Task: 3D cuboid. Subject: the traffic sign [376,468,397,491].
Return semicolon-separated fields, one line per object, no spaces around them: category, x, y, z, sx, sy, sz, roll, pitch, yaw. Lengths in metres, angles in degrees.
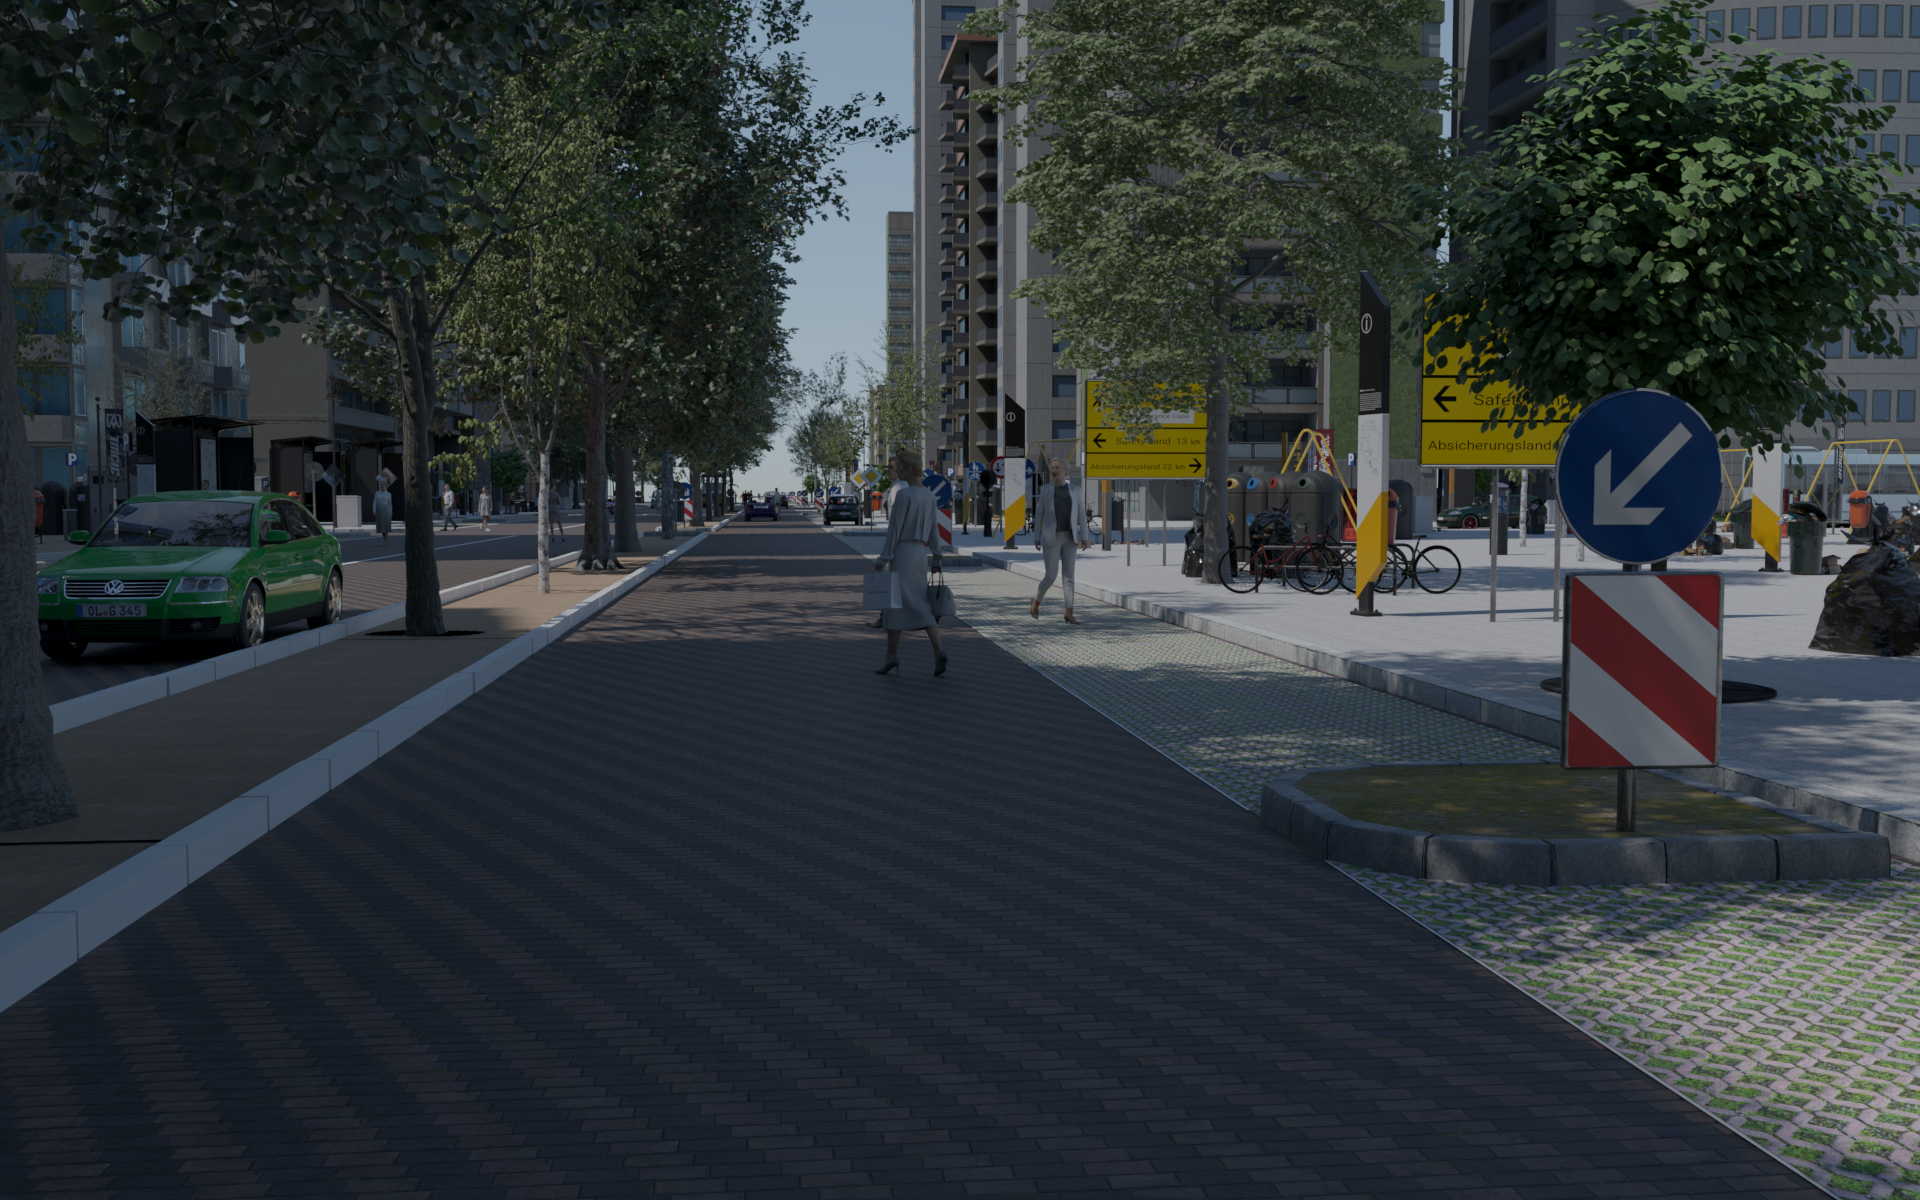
traffic sign;-21.647;-3.775;65.369;0.795;2.450;0.064;0;4;-6

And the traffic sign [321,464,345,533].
traffic sign;-20.778;-3.290;57.431;0.795;2.450;0.064;0;4;-6

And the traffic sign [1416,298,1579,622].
traffic sign;5.665;-1.431;17.272;2.265;3.308;0.079;0;4;-2

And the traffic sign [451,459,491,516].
traffic sign;-28.519;-6.550;100.971;2.265;3.308;0.079;0;4;-4

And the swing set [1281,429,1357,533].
swing set;8.702;-2.770;42.909;2.862;2.851;3.119;1;4;17

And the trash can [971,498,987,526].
trash can;0.793;-3.620;70.837;0.748;1.137;0.748;0;3;0

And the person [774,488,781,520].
person;-10.169;-5.368;96.491;0.478;1.798;0.641;-2;4;-29

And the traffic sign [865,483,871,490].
traffic sign;-5.292;-6.231;101.976;0.768;2.556;0.104;0;4;-3

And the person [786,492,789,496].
person;-29.510;-17.674;298.178;1.217;1.736;0.721;-3;4;-38

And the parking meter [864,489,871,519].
parking meter;-4.844;-5.042;90.848;0.372;1.533;0.369;0;3;0

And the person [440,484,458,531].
person;-19.900;-3.594;67.368;0.679;1.850;0.850;3;5;43

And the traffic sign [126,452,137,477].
traffic sign;-24.526;-3.159;51.754;0.768;2.556;0.104;0;4;-1

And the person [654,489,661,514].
person;-21.920;-7.157;125.865;0.624;1.780;0.694;-2;4;-34

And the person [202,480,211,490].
person;-19.749;-2.256;45.478;0.635;1.810;0.391;3;5;43

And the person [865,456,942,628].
person;-0.590;-0.603;18.465;0.850;1.850;0.679;1;4;14

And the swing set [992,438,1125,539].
swing set;2.743;-3.184;49.674;2.862;2.851;3.119;-2;4;-23

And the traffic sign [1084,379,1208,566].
traffic sign;3.317;-2.251;30.670;2.265;3.308;0.079;0;4;-4

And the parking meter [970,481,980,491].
parking meter;0.748;-5.334;92.919;0.399;1.863;0.255;-1;4;-15

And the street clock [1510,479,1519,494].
street clock;27.483;-4.976;85.930;0.471;2.002;0.358;-3;5;-43

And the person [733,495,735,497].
person;-37.776;-16.960;286.531;1.217;1.736;0.721;-2;4;-24

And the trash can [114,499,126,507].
trash can;-22.373;-2.143;46.695;0.748;1.137;0.748;0;3;0

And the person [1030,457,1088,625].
person;1.073;-0.658;19.140;0.514;1.842;0.818;-2;4;-29

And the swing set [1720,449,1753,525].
swing set;27.309;-3.861;60.750;2.862;2.851;3.119;0;4;-8

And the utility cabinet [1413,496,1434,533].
utility cabinet;15.099;-2.791;56.795;1.020;1.237;0.306;-3;5;-40

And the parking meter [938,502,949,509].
parking meter;-0.667;-3.832;71.068;0.372;1.533;0.369;0;3;0

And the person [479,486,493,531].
person;-18.357;-3.525;66.889;0.760;1.731;0.466;3;4;39

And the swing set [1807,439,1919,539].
swing set;26.504;-3.264;50.984;2.862;2.851;3.119;0;4;-6

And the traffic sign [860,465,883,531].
traffic sign;-3.037;-3.407;59.344;0.795;2.450;0.064;0;4;-6

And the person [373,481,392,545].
person;-16.186;-2.441;48.638;0.478;1.798;0.641;0;4;0

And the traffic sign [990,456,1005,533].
traffic sign;1.372;-3.524;57.726;0.768;2.556;0.104;0;4;-3

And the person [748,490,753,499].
person;-22.479;-10.915;186.598;0.705;1.869;1.348;-3;4;-38

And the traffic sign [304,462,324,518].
traffic sign;-25.703;-4.209;68.921;0.768;2.556;0.104;0;4;-1

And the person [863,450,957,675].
person;-0.386;-0.294;13.656;0.694;1.780;0.624;-3;4;-37

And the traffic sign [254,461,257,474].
traffic sign;-23.621;-3.494;57.240;0.768;2.556;0.104;0;4;2

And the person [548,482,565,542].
person;-12.202;-2.648;52.128;0.599;1.781;0.374;0;4;-8

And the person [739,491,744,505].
person;-29.552;-13.917;235.974;1.348;1.831;0.705;1;4;23

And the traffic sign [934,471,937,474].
traffic sign;-1.489;-5.829;95.411;0.768;2.556;0.104;0;4;3

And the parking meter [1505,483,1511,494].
parking meter;27.622;-5.004;87.523;0.255;1.863;0.399;-1;4;-19

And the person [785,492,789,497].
person;-27.143;-15.869;268.675;1.217;1.735;0.721;0;4;-4

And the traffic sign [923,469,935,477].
traffic sign;-1.644;-5.451;89.232;0.768;2.556;0.104;0;4;1

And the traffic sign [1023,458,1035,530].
traffic sign;2.265;-3.724;60.991;0.768;2.556;0.104;0;4;-2

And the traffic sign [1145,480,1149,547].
traffic sign;4.526;-2.553;41.844;0.768;2.556;0.104;0;4;3

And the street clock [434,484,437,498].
street clock;-38.065;-7.393;125.442;0.358;2.002;0.471;-2;4;-23

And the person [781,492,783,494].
person;-22.835;-13.065;222.794;1.217;1.739;0.721;2;4;27

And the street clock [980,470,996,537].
street clock;0.830;-2.883;51.710;0.358;2.002;0.471;-3;5;-44

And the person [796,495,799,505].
person;-21.343;-13.453;229.012;0.434;1.755;0.990;-2;4;-34

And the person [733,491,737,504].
person;-33.698;-15.376;259.881;0.705;1.826;1.348;1;4;20

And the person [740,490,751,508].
person;-20.193;-9.471;163.378;1.348;1.821;0.705;-2;4;-30

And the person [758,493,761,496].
person;-33.381;-17.018;288.205;0.593;1.643;0.415;-2;4;-33

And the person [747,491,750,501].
person;-23.553;-11.277;193.555;0.721;1.739;1.217;0;4;3

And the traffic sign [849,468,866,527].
traffic sign;-3.906;-3.892;67.282;0.795;2.450;0.064;0;4;-6

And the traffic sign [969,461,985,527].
traffic sign;0.605;-4.119;67.450;0.768;2.556;0.104;0;4;3

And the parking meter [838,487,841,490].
parking meter;-9.675;-8.160;139.133;0.255;1.863;0.399;0;4;-8
